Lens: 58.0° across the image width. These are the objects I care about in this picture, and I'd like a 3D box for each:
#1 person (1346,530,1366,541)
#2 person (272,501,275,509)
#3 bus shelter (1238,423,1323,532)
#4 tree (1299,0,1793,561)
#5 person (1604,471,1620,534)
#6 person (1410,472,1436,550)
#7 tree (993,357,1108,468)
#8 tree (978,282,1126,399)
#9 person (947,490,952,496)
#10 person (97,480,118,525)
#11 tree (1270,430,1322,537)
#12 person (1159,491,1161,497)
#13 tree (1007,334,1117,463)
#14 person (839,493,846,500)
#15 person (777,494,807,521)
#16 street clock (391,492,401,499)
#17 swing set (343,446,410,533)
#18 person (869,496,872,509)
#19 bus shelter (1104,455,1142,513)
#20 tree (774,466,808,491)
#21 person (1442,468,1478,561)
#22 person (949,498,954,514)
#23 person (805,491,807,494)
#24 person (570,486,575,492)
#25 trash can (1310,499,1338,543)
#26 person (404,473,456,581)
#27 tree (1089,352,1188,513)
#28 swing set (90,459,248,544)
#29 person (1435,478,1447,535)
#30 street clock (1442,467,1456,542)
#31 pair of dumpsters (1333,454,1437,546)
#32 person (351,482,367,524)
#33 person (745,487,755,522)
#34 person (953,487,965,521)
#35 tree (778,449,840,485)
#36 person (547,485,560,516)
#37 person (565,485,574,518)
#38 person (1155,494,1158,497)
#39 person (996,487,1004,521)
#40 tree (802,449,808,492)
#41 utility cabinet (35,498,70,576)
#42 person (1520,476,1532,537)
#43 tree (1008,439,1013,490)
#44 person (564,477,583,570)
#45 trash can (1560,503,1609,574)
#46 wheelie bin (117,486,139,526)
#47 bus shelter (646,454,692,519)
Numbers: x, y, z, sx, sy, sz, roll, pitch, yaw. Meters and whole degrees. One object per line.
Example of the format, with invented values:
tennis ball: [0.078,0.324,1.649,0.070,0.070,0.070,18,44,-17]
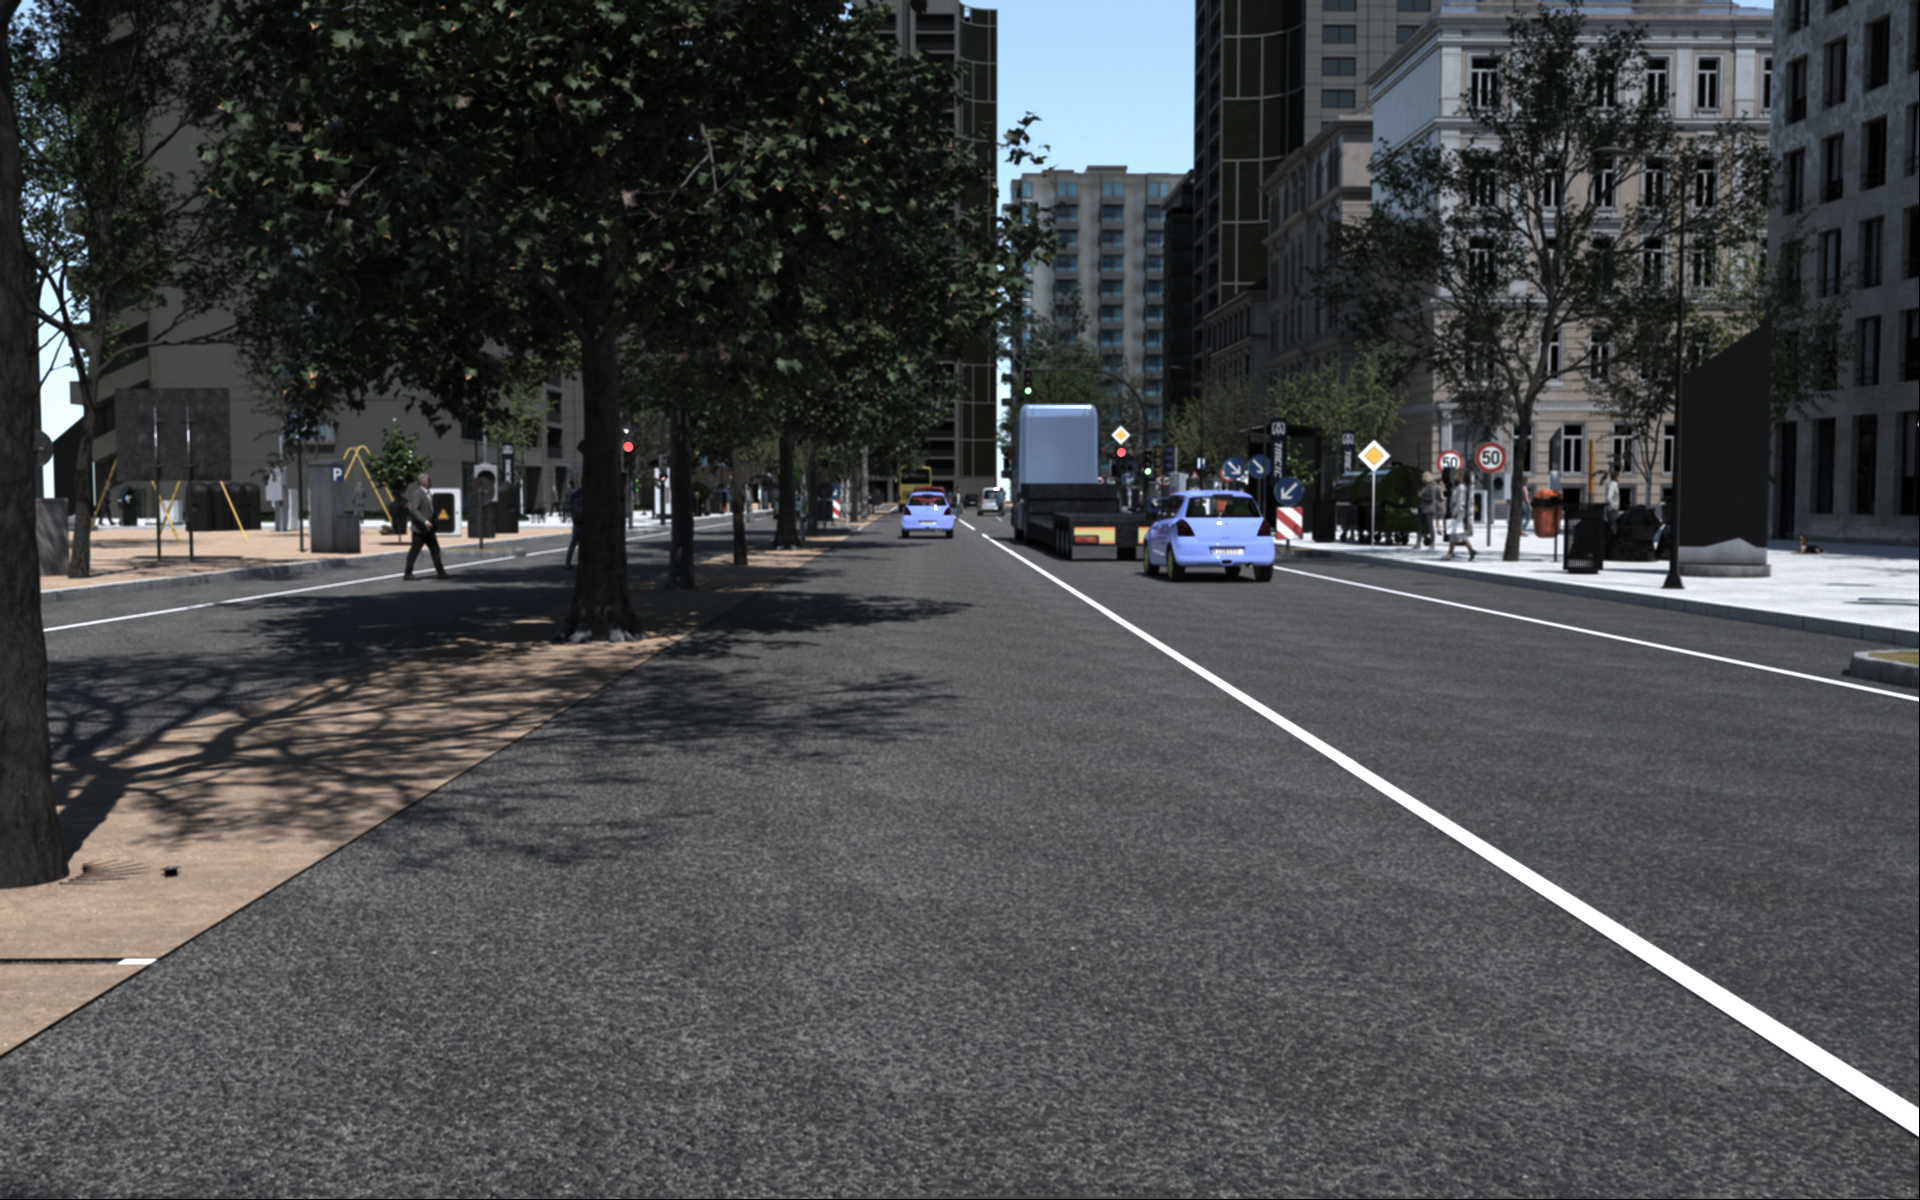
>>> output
person: [10.900,-2.511,47.770,0.598,1.740,0.731,0,4,4]
person: [-26.472,-3.493,67.429,0.589,1.601,0.330,-1,4,-20]
bus shelter: [11.023,-4.195,59.869,1.731,3.624,6.357,0,4,-1]
tree: [10.572,-5.996,32.448,8.767,10.594,7.601,-1,4,-10]
person: [15.761,-2.215,42.109,0.795,1.843,0.661,1,4,20]
person: [10.728,-2.063,39.955,0.526,1.800,0.537,-1,4,-12]
tree: [7.376,-12.537,130.731,9.928,11.665,9.643,0,3,0]
tree: [8.011,-18.273,154.653,12.611,20.169,13.585,0,3,0]
person: [-0.894,-9.283,160.353,1.350,1.814,0.705,1,4,23]
person: [-34.901,-3.980,70.894,0.755,1.850,0.659,-2,4,-31]
tree: [9.793,-3.529,52.303,1.663,3.219,1.824,0,3,0]
person: [13.215,-6.688,115.574,0.511,1.800,0.466,2,4,24]
tree: [8.118,-14.260,139.814,9.857,13.997,8.962,0,3,0]
person: [-10.720,-8.937,155.401,1.217,1.735,0.721,-1,4,-15]
person: [-8.785,-4.964,89.874,1.509,1.804,0.699,2,4,27]
street clock: [-19.434,-3.376,59.761,0.358,2.002,0.471,3,5,44]
swing set: [-19.905,-3.650,57.303,2.862,2.851,3.119,-2,4,-26]
person: [-8.084,-8.720,154.306,0.421,1.427,0.697,-3,5,-42]
bus shelter: [9.969,-7.008,105.871,1.731,3.624,6.357,0,4,-2]
tree: [-17.359,-11.854,177.530,4.285,4.588,4.351,0,3,0]
person: [9.588,-1.638,33.173,0.624,1.780,0.694,2,4,31]
person: [-0.500,-4.481,86.438,0.373,1.253,0.362,2,4,33]
person: [-14.548,-9.402,162.779,0.434,1.755,0.990,1,4,11]
person: [-25.155,-6.490,112.333,0.419,1.800,0.721,2,4,28]
trash can: [9.631,-2.090,45.823,0.748,1.137,0.748,0,3,0]
person: [-8.823,-1.214,28.745,0.834,1.777,0.661,0,4,-5]
tree: [8.592,-8.478,88.976,4.360,8.622,3.978,0,3,0]
swing set: [-21.135,-2.978,46.307,2.862,2.851,3.119,1,4,12]
person: [15.074,-2.922,54.163,0.374,1.781,0.599,-1,4,-16]
street clock: [13.087,-2.557,46.377,0.358,2.002,0.471,3,5,39]
pair of dumpsters: [10.912,-2.573,44.563,1.574,2.255,4.437,0,4,-2]
person: [-26.150,-4.223,75.271,0.661,1.801,0.590,-3,5,-42]
person: [-10.778,-4.881,88.397,0.391,1.810,0.635,-2,4,-29]
person: [-0.088,-5.170,93.014,0.794,1.824,0.713,-1,4,-15]
tree: [-18.404,-19.244,221.286,9.857,13.997,8.962,0,3,0]
person: [-23.455,-5.724,100.020,0.834,1.777,0.661,-1,4,-14]
person: [-21.336,-5.400,94.761,0.576,1.772,0.534,-2,4,-26]
person: [10.772,-5.223,95.711,0.425,1.301,0.394,-1,4,-16]
person: [2.125,-5.119,92.535,0.444,1.785,0.601,-1,4,-15]
tree: [-17.737,-14.647,189.841,4.737,8.622,4.395,0,3,0]
utility cabinet: [-14.436,-0.973,27.077,0.306,1.237,1.020,1,4,16]
person: [17.040,-2.827,52.282,0.388,1.821,0.555,-2,4,-29]
tree: [6.532,-13.899,177.607,4.360,8.622,3.978,0,3,0]
person: [-7.148,-1.464,32.779,0.623,1.781,0.721,1,4,19]
trash can: [10.047,-0.994,27.898,0.748,1.137,0.748,0,3,0]
wheelie bin: [-33.415,-3.772,69.580,0.693,1.594,0.980,-3,5,-44]
bus shelter: [-14.969,-5.915,90.636,2.014,3.302,5.546,0,4,-1]
